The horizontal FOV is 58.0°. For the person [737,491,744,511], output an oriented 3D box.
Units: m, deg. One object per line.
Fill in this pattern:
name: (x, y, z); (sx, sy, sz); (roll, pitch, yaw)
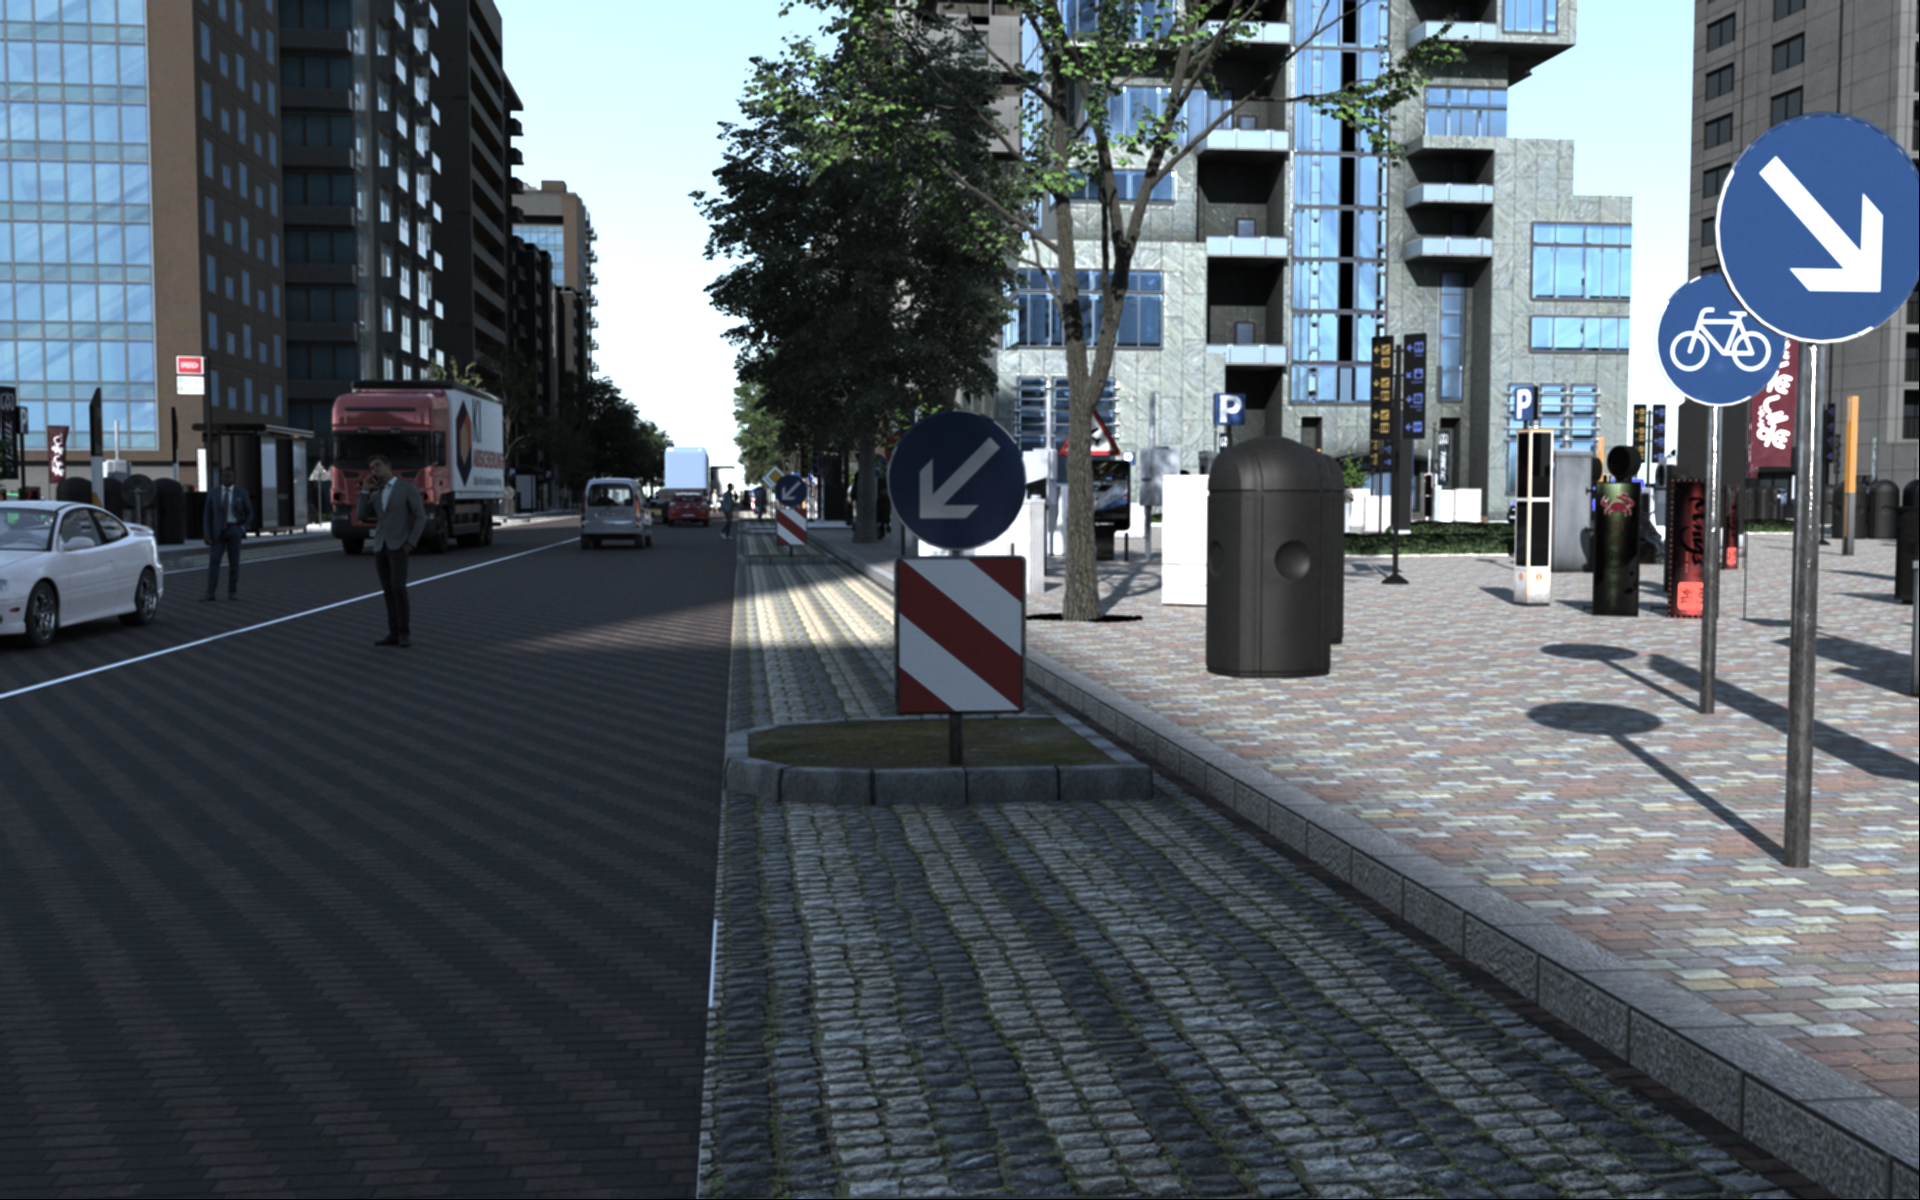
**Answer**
person: (-18.861, -8.532, 148.724); (0.721, 1.735, 1.217); (-2, 4, -32)

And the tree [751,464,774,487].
tree: (-29.694, -18.973, 260.577); (4.360, 8.622, 3.978); (0, 3, 0)

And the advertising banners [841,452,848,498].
advertising banners: (-4.751, -4.725, 73.444); (0.090, 3.025, 2.074); (1, 4, 12)

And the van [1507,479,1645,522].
van: (24.386, -3.931, 68.651); (5.245, 2.365, 2.240); (0, 4, -8)

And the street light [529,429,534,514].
street light: (-28.246, -8.651, 114.232); (0.468, 5.910, 1.993); (0, 4, -7)

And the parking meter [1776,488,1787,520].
parking meter: (36.025, -4.131, 75.957); (0.372, 1.533, 0.369); (0, 3, 0)

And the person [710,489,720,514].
person: (-17.520, -7.034, 123.864); (0.624, 1.780, 0.694); (3, 5, 42)

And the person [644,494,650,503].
person: (-27.213, -8.473, 150.226); (0.799, 1.438, 0.628); (1, 4, 15)

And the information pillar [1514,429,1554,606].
information pillar: (6.578, -0.940, 19.866); (0.304, 2.012, 0.304); (-1, 4, -12)

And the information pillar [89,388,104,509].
information pillar: (-18.931, -2.854, 38.015); (0.183, 3.616, 0.504); (0, 4, -7)

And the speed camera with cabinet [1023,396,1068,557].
speed camera with cabinet: (1.828, -2.542, 35.892); (0.660, 3.252, 2.038); (1, 4, 18)

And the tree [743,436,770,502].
tree: (-30.064, -21.458, 268.960); (7.486, 12.596, 7.792); (0, 3, 0)

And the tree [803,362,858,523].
tree: (-5.842, -7.705, 76.346); (4.360, 8.622, 3.978); (0, 3, 0)

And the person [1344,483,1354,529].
person: (15.241, -3.641, 67.836); (0.447, 1.846, 0.655); (0, 4, -7)

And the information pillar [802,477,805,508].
information pillar: (-8.680, -6.403, 96.044); (0.183, 3.616, 0.504); (0, 4, -8)

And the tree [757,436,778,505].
tree: (-21.707, -15.386, 201.931); (4.737, 8.622, 4.395); (0, 3, 0)

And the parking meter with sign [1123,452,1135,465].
parking meter with sign: (6.560, -4.618, 71.767); (0.543, 3.016, 1.738); (3, 4, 36)

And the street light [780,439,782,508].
street light: (-14.674, -10.350, 142.009); (0.468, 5.910, 1.993); (0, 4, -7)

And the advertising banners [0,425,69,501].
advertising banners: (-23.602, -2.914, 43.833); (2.074, 3.025, 0.090); (-3, 5, -44)

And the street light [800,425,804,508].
street light: (-8.604, -7.386, 93.540); (0.468, 5.910, 1.993); (0, 4, -7)

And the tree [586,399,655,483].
tree: (-40.742, -17.569, 204.264); (9.611, 12.733, 9.660); (0, 3, 0)

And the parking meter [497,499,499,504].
parking meter: (-29.017, -6.333, 109.259); (0.399, 1.863, 0.255); (3, 5, 40)

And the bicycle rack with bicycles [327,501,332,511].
bicycle rack with bicycles: (-30.696, -4.515, 87.209); (2.852, 0.926, 2.925); (-2, 4, -24)

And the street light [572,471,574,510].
street light: (-31.871, -10.378, 142.473); (0.468, 5.910, 1.993); (0, 4, -7)

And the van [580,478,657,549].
van: (-9.262, -2.436, 46.846); (2.013, 2.044, 4.112); (0, 4, -6)

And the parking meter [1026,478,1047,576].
parking meter: (1.172, -1.149, 27.202); (0.372, 1.533, 0.369); (0, 3, 0)

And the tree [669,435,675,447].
tree: (-51.233, -23.329, 288.084); (9.857, 13.997, 8.962); (0, 3, 0)

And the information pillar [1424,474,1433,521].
information pillar: (17.226, -3.623, 63.727); (0.304, 2.012, 0.304); (1, 4, 14)

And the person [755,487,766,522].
person: (-10.141, -4.864, 88.118); (0.391, 1.810, 0.635); (2, 4, 25)

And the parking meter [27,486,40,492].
parking meter: (-30.797, -3.010, 57.620); (0.372, 1.533, 0.369); (0, 3, 0)

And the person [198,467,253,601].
person: (-9.922, -0.899, 23.386); (0.721, 1.800, 0.419); (-2, 4, -25)

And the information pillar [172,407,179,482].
information pillar: (-21.218, -3.396, 46.873); (0.183, 3.616, 0.504); (-1, 4, -18)

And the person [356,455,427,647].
person: (-5.378, -0.471, 16.388); (0.592, 1.802, 0.473); (2, 4, 34)

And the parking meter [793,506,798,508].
parking meter: (-9.741, -5.877, 101.805); (0.255, 1.863, 0.399); (2, 4, 35)

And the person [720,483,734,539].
person: (-7.363, -2.813, 54.829); (0.444, 1.785, 0.601); (2, 4, 25)

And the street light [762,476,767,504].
street light: (-28.826, -17.138, 252.989); (0.468, 5.910, 1.993); (0, 4, -7)

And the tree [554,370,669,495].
tree: (-37.006, -16.604, 178.133); (9.857, 13.997, 8.962); (0, 3, 0)

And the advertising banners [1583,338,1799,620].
advertising banners: (7.550, -1.324, 17.828); (2.074, 3.025, 0.090); (2, 4, 25)

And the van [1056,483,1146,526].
van: (5.006, -3.578, 65.515); (4.112, 2.044, 2.013); (0, 4, -6)

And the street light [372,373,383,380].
street light: (-22.263, -5.722, 66.335); (0.468, 5.910, 1.993); (0, 4, -7)

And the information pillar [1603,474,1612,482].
information pillar: (23.832, -3.635, 63.926); (0.304, 2.012, 0.304); (-3, 5, -42)

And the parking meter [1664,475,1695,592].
parking meter: (9.446, -0.874, 22.707); (0.372, 1.533, 0.369); (0, 3, 0)

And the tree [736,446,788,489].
tree: (-32.894, -22.877, 291.045); (9.611, 12.733, 9.660); (0, 3, 0)

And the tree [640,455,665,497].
tree: (-48.147, -20.219, 264.984); (7.601, 10.594, 8.767); (2, 4, 26)

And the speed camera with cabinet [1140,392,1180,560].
speed camera with cabinet: (4.158, -2.369, 33.068); (0.660, 3.252, 2.038); (-1, 4, -22)

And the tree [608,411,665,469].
tree: (-45.181, -19.934, 236.283); (12.009, 13.543, 11.850); (0, 3, 0)

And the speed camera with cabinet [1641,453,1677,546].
speed camera with cabinet: (17.198, -2.933, 42.284); (0.660, 3.252, 2.038); (0, 4, 6)

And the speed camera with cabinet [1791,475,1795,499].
speed camera with cabinet: (39.412, -5.281, 80.679); (2.038, 3.252, 0.660); (-3, 5, -44)

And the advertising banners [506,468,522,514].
advertising banners: (-29.548, -7.243, 114.610); (0.090, 3.025, 2.074); (-3, 5, -40)

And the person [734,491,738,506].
person: (-26.649, -12.005, 205.314); (0.617, 1.759, 0.750); (1, 4, 9)

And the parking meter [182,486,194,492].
parking meter: (-24.757, -2.882, 55.536); (0.372, 1.533, 0.369); (0, 3, 0)

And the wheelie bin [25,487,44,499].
wheelie bin: (-39.296, -3.999, 73.296); (0.980, 1.594, 0.693); (-1, 4, -20)

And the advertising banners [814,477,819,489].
advertising banners: (-7.309, -5.920, 92.985); (0.090, 3.025, 2.074); (-2, 4, -35)

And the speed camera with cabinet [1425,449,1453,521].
speed camera with cabinet: (20.993, -4.987, 75.873); (0.660, 3.252, 2.038); (0, 4, -6)

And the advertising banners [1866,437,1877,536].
advertising banners: (27.442, -3.443, 52.481); (0.090, 3.025, 2.074); (3, 5, 43)

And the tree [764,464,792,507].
tree: (-18.214, -11.597, 173.331); (4.285, 4.588, 4.351); (0, 3, 0)

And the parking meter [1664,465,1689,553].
parking meter: (14.234, -1.752, 34.364); (0.399, 1.863, 0.255); (0, 4, -8)

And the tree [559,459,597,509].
tree: (-32.461, -9.987, 146.995); (4.285, 4.588, 4.351); (0, 3, 0)

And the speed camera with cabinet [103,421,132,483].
speed camera with cabinet: (-22.441, -3.242, 47.344); (0.660, 3.252, 2.038); (2, 4, 35)
